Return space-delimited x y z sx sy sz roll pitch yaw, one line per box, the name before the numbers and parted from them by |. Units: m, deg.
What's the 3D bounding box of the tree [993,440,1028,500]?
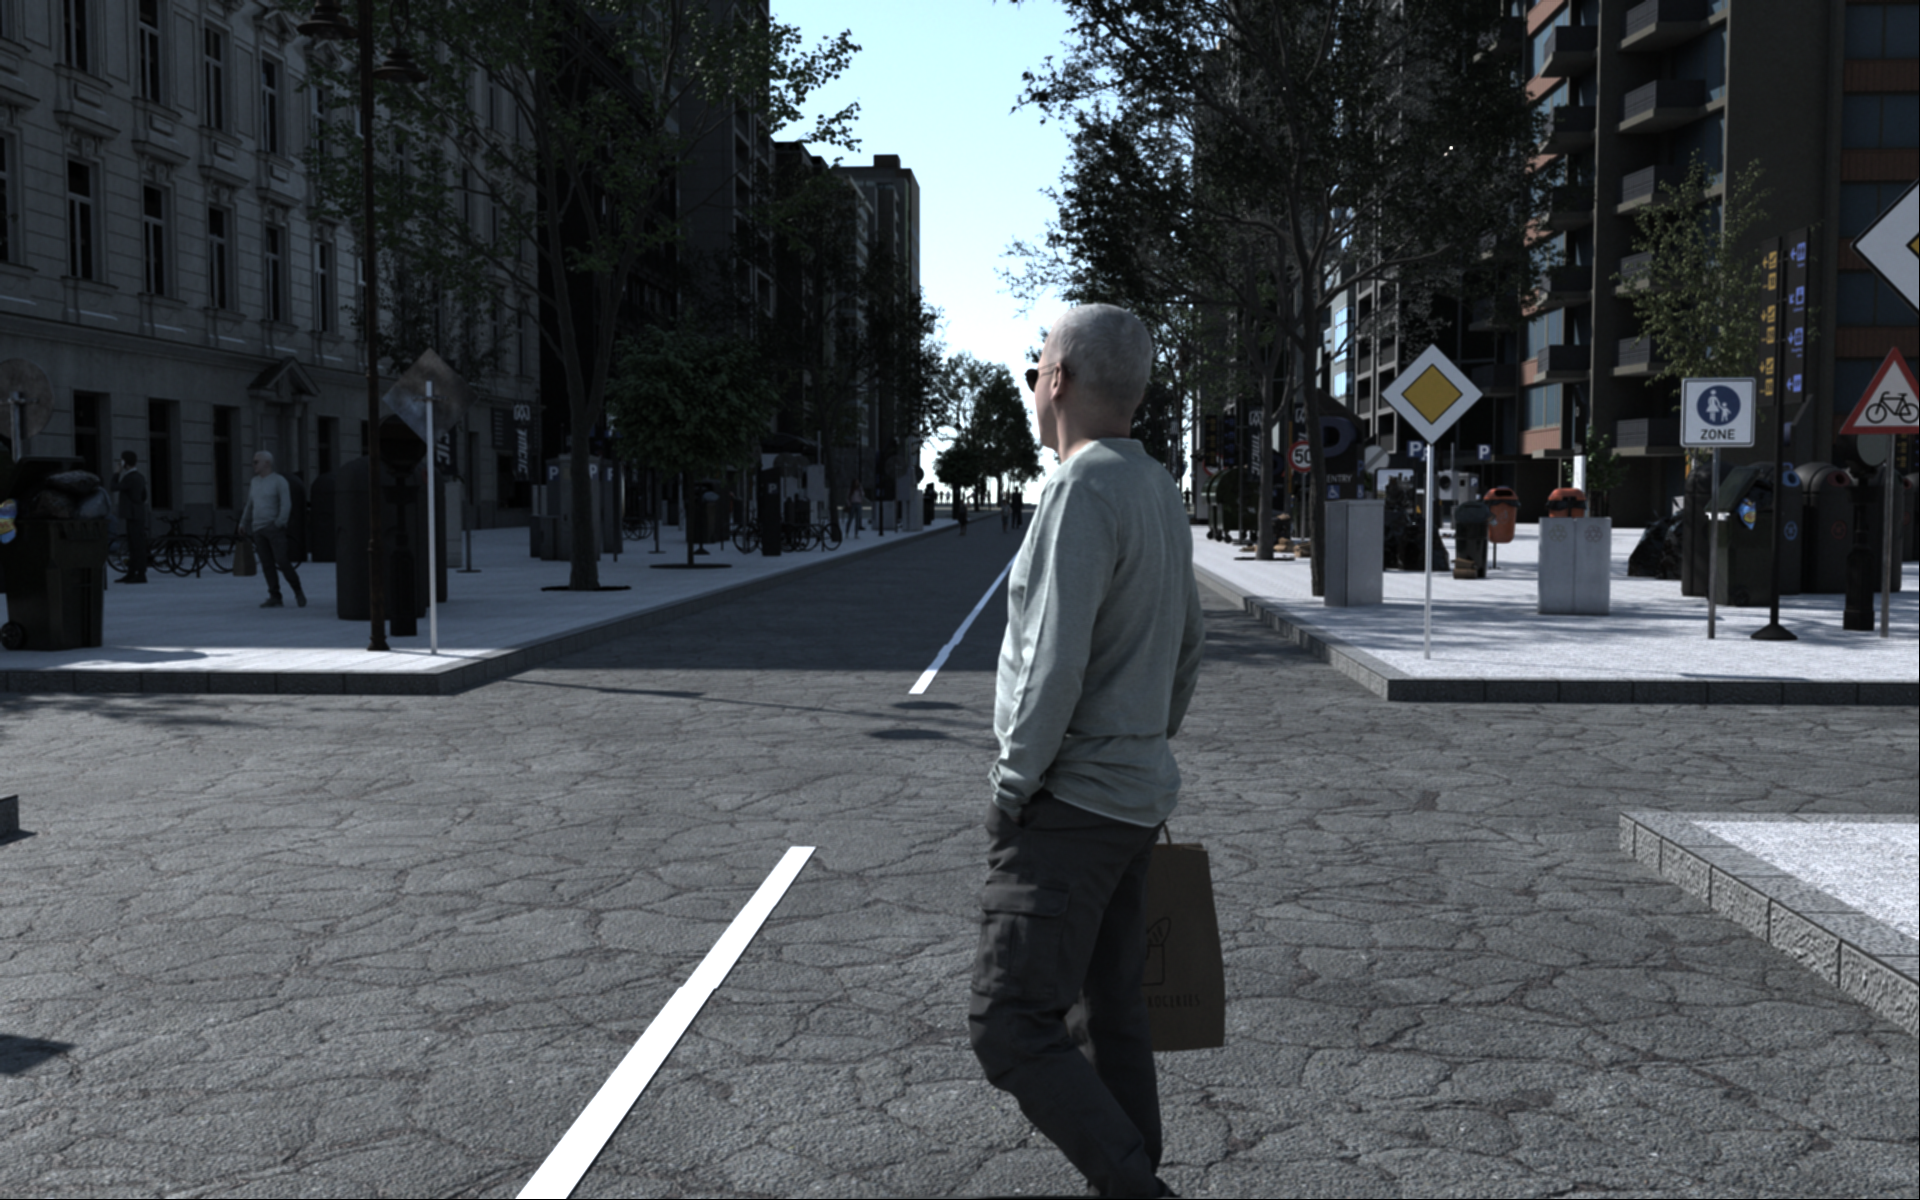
tree | 4.150 -13.935 178.197 4.360 8.622 3.978 0 3 0

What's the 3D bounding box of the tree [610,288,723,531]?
tree | -9.989 -6.719 60.217 4.360 8.622 3.978 0 3 0

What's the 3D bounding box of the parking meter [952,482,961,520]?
parking meter | -0.166 -4.981 87.143 0.399 1.863 0.255 -1 4 -22

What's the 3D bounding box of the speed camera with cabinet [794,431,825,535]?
speed camera with cabinet | -4.788 -3.699 54.820 0.660 3.252 2.038 -1 4 -17

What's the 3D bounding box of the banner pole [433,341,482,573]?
banner pole | -8.310 -2.346 28.379 0.863 3.779 0.401 0 4 1

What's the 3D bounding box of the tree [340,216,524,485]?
tree | -13.626 -5.754 44.447 4.360 8.622 3.978 0 3 0

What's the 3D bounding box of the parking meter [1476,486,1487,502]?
parking meter | 17.107 -2.963 56.850 0.372 1.533 0.369 0 3 0

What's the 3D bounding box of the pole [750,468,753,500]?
pole | -9.696 -5.317 80.781 0.158 3.312 0.155 0 3 0

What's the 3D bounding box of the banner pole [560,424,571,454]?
banner pole | -13.977 -4.383 61.678 0.863 3.779 0.401 2 4 29

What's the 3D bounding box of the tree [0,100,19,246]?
tree | -14.940 -4.484 23.674 4.360 8.622 3.978 0 3 0

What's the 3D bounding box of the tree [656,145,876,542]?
tree | -3.568 -6.857 46.519 7.601 10.594 8.767 3 5 40

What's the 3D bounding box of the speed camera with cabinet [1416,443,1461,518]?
speed camera with cabinet | 18.415 -4.458 67.229 0.660 3.252 2.038 -3 4 -37

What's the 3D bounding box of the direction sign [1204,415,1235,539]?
direction sign | 7.422 -3.519 49.532 0.876 3.537 0.379 0 4 -5

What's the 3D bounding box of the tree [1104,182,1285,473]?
tree | 7.102 -8.019 56.863 9.928 11.665 9.643 0 3 0

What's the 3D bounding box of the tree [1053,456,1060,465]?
tree | 17.331 -20.092 235.154 9.857 13.997 8.962 0 3 0

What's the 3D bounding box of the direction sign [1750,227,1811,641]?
direction sign | 7.200 -1.420 15.215 0.379 3.537 0.876 0 4 1

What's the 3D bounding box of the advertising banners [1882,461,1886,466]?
advertising banners | 20.226 -2.603 38.752 2.074 3.025 0.090 -2 4 -24

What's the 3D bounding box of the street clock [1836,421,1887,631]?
street clock | 8.473 -0.716 16.270 0.471 2.002 0.358 -1 4 -22

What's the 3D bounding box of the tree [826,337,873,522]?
tree | -6.083 -7.951 80.365 4.737 8.622 4.395 0 3 0

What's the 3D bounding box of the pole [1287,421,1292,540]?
pole | 9.202 -3.342 48.483 0.158 3.312 0.155 0 3 0

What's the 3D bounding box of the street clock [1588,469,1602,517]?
street clock | 17.037 -2.562 46.458 0.358 2.002 0.471 0 4 -8

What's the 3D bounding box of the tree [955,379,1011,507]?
tree | 3.672 -15.229 165.997 9.611 12.733 9.660 0 3 0

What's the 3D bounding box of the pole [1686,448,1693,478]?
pole | 23.626 -3.810 56.132 0.158 3.312 0.155 0 3 0

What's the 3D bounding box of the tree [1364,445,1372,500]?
tree | 16.079 -4.545 68.911 1.663 3.219 1.824 0 3 0

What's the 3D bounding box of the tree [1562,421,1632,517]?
tree | 16.128 -3.055 44.546 1.663 3.219 1.824 0 3 0

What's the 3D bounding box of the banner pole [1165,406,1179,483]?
banner pole | 6.057 -3.649 49.673 0.401 3.779 0.863 3 5 39

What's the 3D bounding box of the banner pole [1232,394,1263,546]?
banner pole | 7.248 -3.259 43.298 0.863 3.779 0.401 -1 4 -12

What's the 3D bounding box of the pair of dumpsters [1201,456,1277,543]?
pair of dumpsters | 7.491 -2.715 46.881 1.574 2.255 4.437 0 4 4

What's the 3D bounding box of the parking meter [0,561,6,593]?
parking meter | -12.412 -0.860 22.472 0.372 1.533 0.369 0 3 0

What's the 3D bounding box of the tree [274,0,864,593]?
tree | -4.944 -5.942 22.911 9.928 11.665 9.643 0 3 0

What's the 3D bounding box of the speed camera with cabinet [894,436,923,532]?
speed camera with cabinet | -1.755 -3.991 59.586 0.660 3.252 2.038 1 4 11

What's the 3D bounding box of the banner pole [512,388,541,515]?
banner pole | -10.117 -3.100 40.703 0.863 3.779 0.401 -2 4 -31

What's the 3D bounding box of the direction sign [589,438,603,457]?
direction sign | -14.848 -4.765 69.906 0.876 3.537 0.379 -1 4 -23

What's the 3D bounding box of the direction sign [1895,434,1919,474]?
direction sign | 30.561 -3.897 55.718 0.876 3.537 0.379 3 4 39

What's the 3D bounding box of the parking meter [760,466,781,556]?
parking meter | -3.926 -1.844 35.865 0.399 1.863 0.255 -1 4 -22

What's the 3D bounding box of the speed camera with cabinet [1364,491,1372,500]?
speed camera with cabinet | 17.604 -4.865 73.874 2.038 3.252 0.660 -3 5 -43

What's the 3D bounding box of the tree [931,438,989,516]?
tree | -0.037 -7.173 100.985 4.285 4.588 4.351 0 3 0

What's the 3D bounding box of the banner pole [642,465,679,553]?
banner pole | -6.393 -2.900 37.438 0.863 3.779 0.401 2 4 33

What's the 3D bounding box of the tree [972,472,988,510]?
tree | 1.811 -8.863 139.517 1.663 3.219 1.824 0 3 0

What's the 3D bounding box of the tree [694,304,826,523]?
tree | -8.148 -7.088 66.250 4.737 8.622 4.395 0 3 0

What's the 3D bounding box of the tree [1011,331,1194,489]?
tree | 10.248 -11.798 109.900 9.611 12.733 9.660 0 3 0

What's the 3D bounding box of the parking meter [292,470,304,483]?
parking meter | -16.443 -2.270 42.828 0.399 1.863 0.255 -3 4 -37

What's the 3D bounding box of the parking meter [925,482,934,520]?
parking meter | -1.477 -4.848 84.982 0.399 1.863 0.255 -1 4 -15

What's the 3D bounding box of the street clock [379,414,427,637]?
street clock | -5.044 -0.677 15.639 0.471 2.002 0.358 -2 4 -35

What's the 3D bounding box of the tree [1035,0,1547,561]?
tree | 6.013 -7.517 33.279 12.009 13.543 11.850 0 3 0

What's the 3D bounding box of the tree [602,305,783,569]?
tree | -4.718 -2.843 30.195 4.285 4.588 4.351 0 3 0

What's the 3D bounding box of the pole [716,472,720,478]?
pole | -12.542 -5.859 89.644 0.158 3.312 0.155 0 3 0

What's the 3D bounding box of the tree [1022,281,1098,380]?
tree | 11.314 -18.115 152.075 12.611 20.169 13.585 0 3 0

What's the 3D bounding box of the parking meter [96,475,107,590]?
parking meter | -11.586 -0.896 23.061 0.372 1.533 0.369 0 3 0

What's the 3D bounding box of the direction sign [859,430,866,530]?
direction sign | -3.549 -4.262 61.673 0.379 3.537 0.876 0 4 -3

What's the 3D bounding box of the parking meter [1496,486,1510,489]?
parking meter | 16.046 -2.619 51.224 0.372 1.533 0.369 0 3 0

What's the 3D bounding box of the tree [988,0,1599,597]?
tree | 4.263 -5.334 21.623 7.601 10.594 8.767 1 4 22

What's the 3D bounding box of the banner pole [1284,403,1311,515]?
banner pole | 8.099 -3.162 41.722 0.863 3.779 0.401 1 4 18

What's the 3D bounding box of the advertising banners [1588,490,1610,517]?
advertising banners | 19.996 -3.566 54.486 0.090 3.025 2.074 3 5 44

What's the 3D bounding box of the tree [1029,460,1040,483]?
tree | 8.927 -17.865 242.453 4.360 8.622 3.978 0 3 0

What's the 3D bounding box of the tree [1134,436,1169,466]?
tree | 9.834 -6.870 96.044 4.285 4.588 4.351 0 3 0

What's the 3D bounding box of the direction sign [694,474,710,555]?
direction sign | -5.493 -2.731 36.642 0.876 3.537 0.379 0 4 -6

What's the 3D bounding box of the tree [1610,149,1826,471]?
tree | 16.369 -5.351 37.857 4.737 8.622 4.395 0 3 0

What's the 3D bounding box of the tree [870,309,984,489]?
tree | -1.735 -7.248 68.865 4.360 8.622 3.978 0 3 0
